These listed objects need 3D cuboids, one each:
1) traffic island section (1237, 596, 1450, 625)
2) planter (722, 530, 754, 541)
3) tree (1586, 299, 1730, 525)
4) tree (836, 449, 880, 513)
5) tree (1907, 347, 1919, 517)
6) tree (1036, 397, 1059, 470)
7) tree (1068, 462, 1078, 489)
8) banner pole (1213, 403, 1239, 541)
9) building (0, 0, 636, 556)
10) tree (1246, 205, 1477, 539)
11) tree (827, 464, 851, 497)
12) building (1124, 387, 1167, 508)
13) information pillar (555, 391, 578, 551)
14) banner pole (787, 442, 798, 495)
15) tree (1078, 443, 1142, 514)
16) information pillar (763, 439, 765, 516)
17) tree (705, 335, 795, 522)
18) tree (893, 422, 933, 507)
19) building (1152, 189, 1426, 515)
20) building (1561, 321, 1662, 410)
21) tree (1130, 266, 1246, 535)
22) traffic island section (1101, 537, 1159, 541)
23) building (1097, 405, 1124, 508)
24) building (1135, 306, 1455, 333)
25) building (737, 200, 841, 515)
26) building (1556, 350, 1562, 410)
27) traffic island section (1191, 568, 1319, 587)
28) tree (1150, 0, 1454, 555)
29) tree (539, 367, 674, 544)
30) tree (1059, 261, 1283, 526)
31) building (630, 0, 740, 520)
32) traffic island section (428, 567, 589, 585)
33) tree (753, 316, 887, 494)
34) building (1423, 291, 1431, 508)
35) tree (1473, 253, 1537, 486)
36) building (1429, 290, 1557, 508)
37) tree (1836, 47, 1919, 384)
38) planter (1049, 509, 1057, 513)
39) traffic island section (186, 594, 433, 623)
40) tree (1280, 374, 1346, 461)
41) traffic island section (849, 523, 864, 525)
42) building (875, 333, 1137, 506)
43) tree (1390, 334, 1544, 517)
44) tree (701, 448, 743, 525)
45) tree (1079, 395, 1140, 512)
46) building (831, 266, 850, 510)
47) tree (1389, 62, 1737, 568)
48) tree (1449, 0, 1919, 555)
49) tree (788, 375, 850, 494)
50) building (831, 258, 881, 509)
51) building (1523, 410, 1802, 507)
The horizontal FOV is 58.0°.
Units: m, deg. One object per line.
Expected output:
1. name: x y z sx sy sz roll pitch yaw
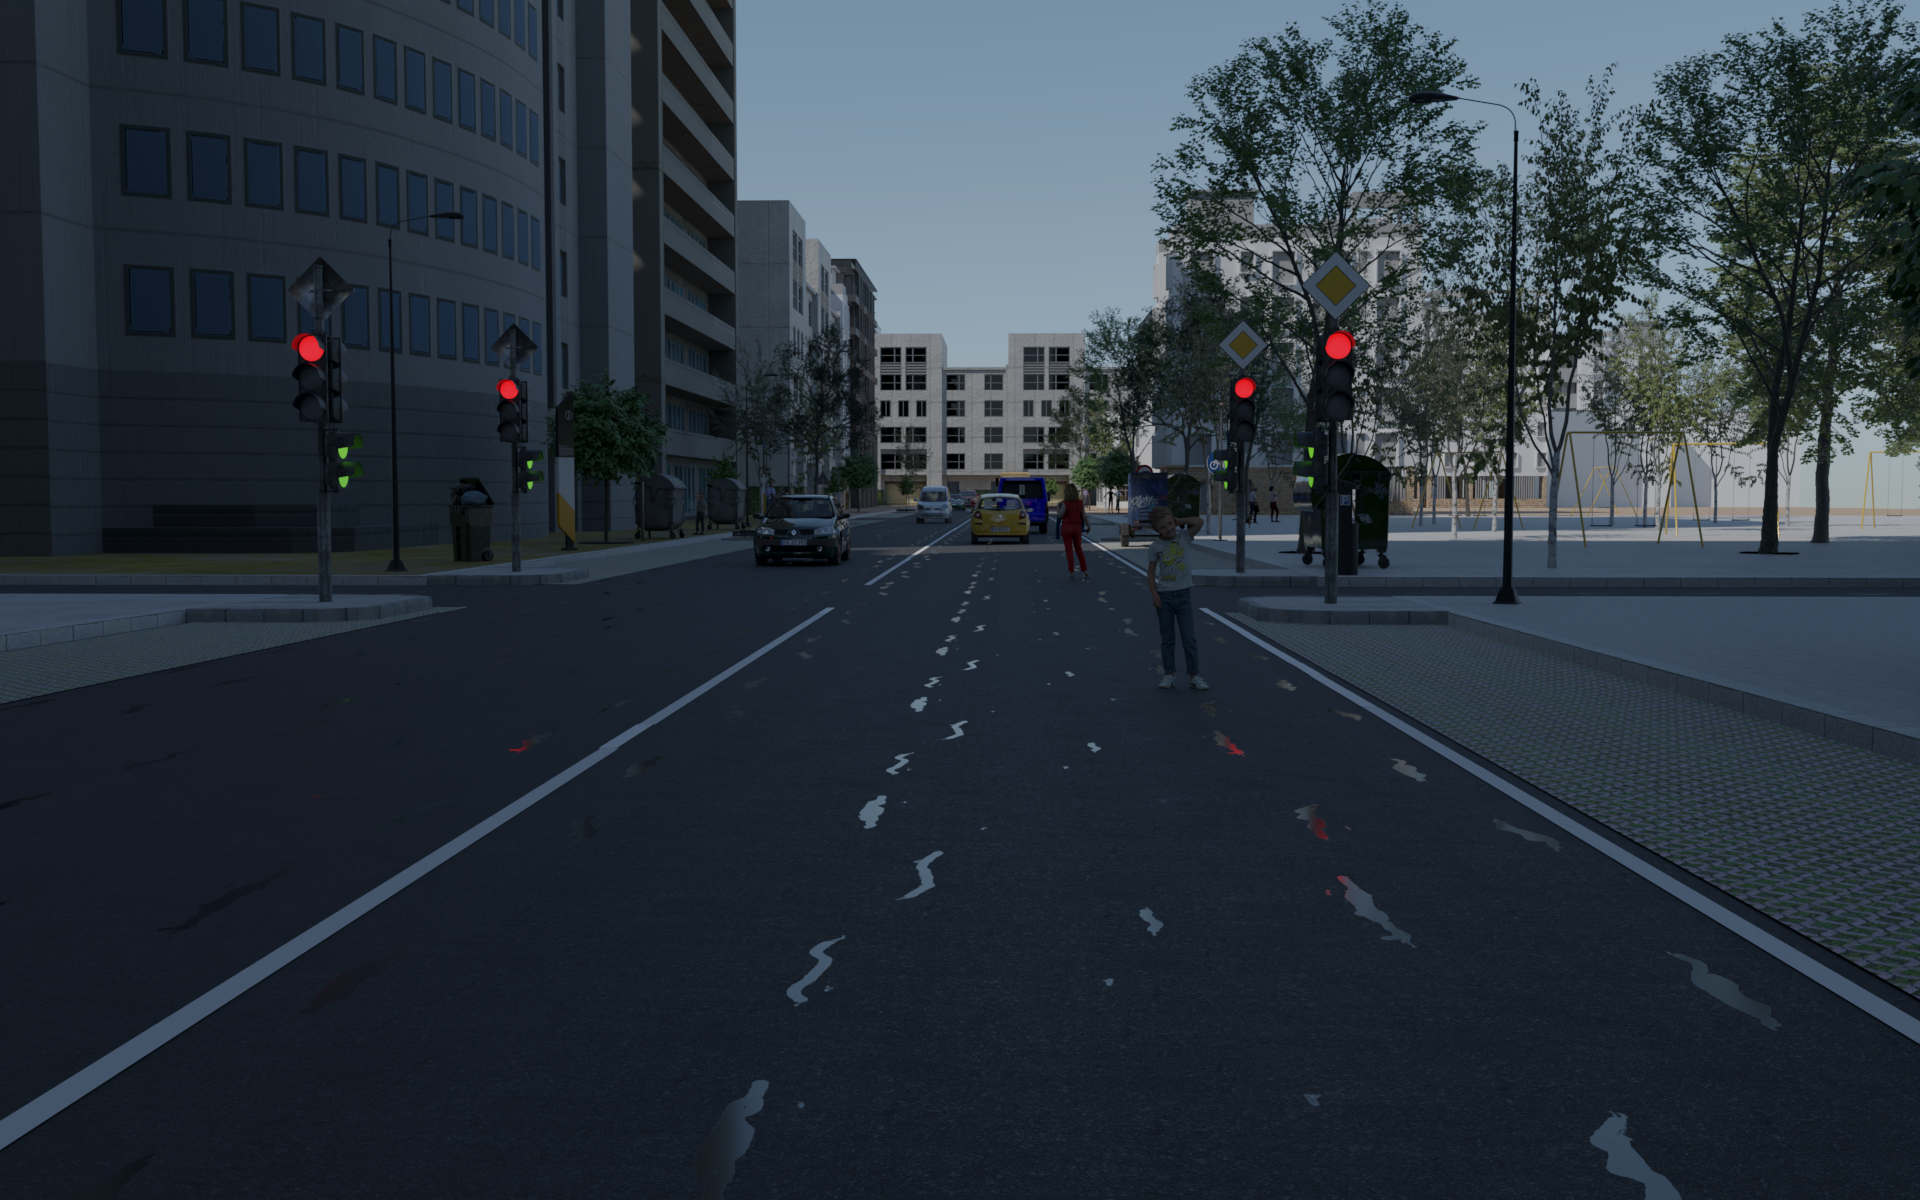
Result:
1. traffic island section: 4.371 0.120 20.311 2.009 0.180 2.903 0 4 2
2. planter: -6.281 -2.007 53.948 1.991 0.319 1.994 0 4 2
3. tree: 26.594 -7.094 66.347 4.360 8.622 3.978 0 3 0
4. tree: -7.112 -8.407 121.172 4.285 4.588 4.351 0 3 0
5. tree: 50.474 -11.056 82.586 13.155 14.587 18.604 1 4 11
6. tree: 9.661 -12.632 140.943 7.601 10.594 8.767 0 4 -4
7. tree: 10.063 -9.181 133.815 4.285 4.588 4.351 0 3 0
8. banner pole: 7.377 -3.521 47.583 0.863 3.779 0.401 -1 4 -21
9. building: -22.738 -30.942 47.906 21.231 58.520 28.212 0 4 2
10. tree: 10.114 -5.744 44.277 4.360 8.622 3.978 0 3 0
11. tree: -8.174 -7.177 111.948 1.663 3.219 1.824 0 3 0
12. building: 18.356 -11.693 133.327 9.099 9.664 28.070 0 4 2
13. information pillar: -8.936 -2.929 39.249 0.183 3.616 0.504 2 4 34
14. banner pole: -8.160 -5.759 84.183 0.401 3.779 0.863 3 5 39
15. tree: 10.165 -7.834 111.792 4.285 4.588 4.351 0 3 0
16. information pillar: -8.334 -5.030 73.598 0.183 3.616 0.504 0 4 -6
17. tree: -9.309 -7.891 79.384 4.360 8.622 3.978 0 3 0
18. tree: -5.010 -13.749 175.155 4.360 8.622 3.978 0 3 0
19. building: 20.783 -15.708 113.240 16.016 20.091 11.380 0 4 2
20. building: 70.942 -20.756 195.775 11.380 20.091 16.016 0 4 2
21. tree: 7.716 -6.368 54.486 4.360 8.622 3.978 0 3 0
22. traffic island section: 5.318 -1.845 53.027 1.991 0.108 1.994 0 4 2
23. building: 17.929 -13.472 162.411 9.099 9.664 28.070 0 4 2
24. building: 37.731 -21.927 202.486 32.646 21.610 27.936 0 4 2
25. building: -18.168 -15.532 120.408 16.747 18.905 31.486 0 4 2
26. building: 59.587 -20.819 196.804 11.380 20.091 16.016 0 4 2
27. traffic island section: 4.603 -0.368 28.293 2.009 0.180 2.903 0 4 2
28. tree: 7.613 -6.799 36.920 9.928 11.665 9.643 0 3 0
29. tree: -9.153 -3.738 44.825 4.285 4.588 4.351 0 3 0
30. tree: 9.150 -8.213 68.688 7.601 10.594 8.767 2 4 24
31. building: -22.969 -28.085 82.893 21.300 48.544 21.600 0 4 2
32. traffic island section: -7.353 -0.389 28.645 2.009 0.180 2.903 0 4 2
33. tree: -7.258 -9.523 90.113 7.601 10.594 8.767 -1 4 -10
34. building: 37.551 -19.039 167.708 11.380 20.091 16.016 0 4 2
35. tree: 14.249 -6.066 49.545 4.360 8.622 3.978 0 3 0
36. building: 48.918 -19.002 167.105 11.380 20.091 16.016 0 4 2
37. tree: 6.673 -1.589 9.693 4.285 4.588 4.351 0 3 0
38. planter: 7.580 -6.678 130.320 1.991 0.319 1.994 0 4 2
39. traffic island section: -7.586 0.099 20.663 2.009 0.180 2.903 0 4 2
40. tree: 20.777 -9.200 100.774 4.737 8.622 4.395 0 3 0
41. traffic island section: -5.507 -3.549 80.887 1.991 0.108 1.994 0 4 2
42. building: 5.547 -20.336 198.958 31.486 18.905 16.747 0 4 2
43. tree: 28.926 -10.044 98.632 8.767 10.594 7.601 0 4 -4
44. tree: -9.956 -4.820 73.413 1.663 3.219 1.824 0 3 0
45. tree: 10.718 -10.644 124.385 4.737 8.622 4.395 0 3 0
46. building: -16.965 -17.451 141.737 16.016 20.091 11.380 0 4 2
47. tree: 10.307 -4.885 30.227 4.737 8.622 4.395 0 3 0
48. tree: 17.431 -6.778 36.573 9.928 11.665 9.643 0 3 0
49. tree: -8.346 -9.131 99.659 4.737 8.622 4.395 0 3 0
50. building: -24.879 -19.620 164.763 32.646 21.610 27.936 0 4 2
51. building: 68.788 -14.016 171.303 28.070 9.664 9.099 0 4 2
